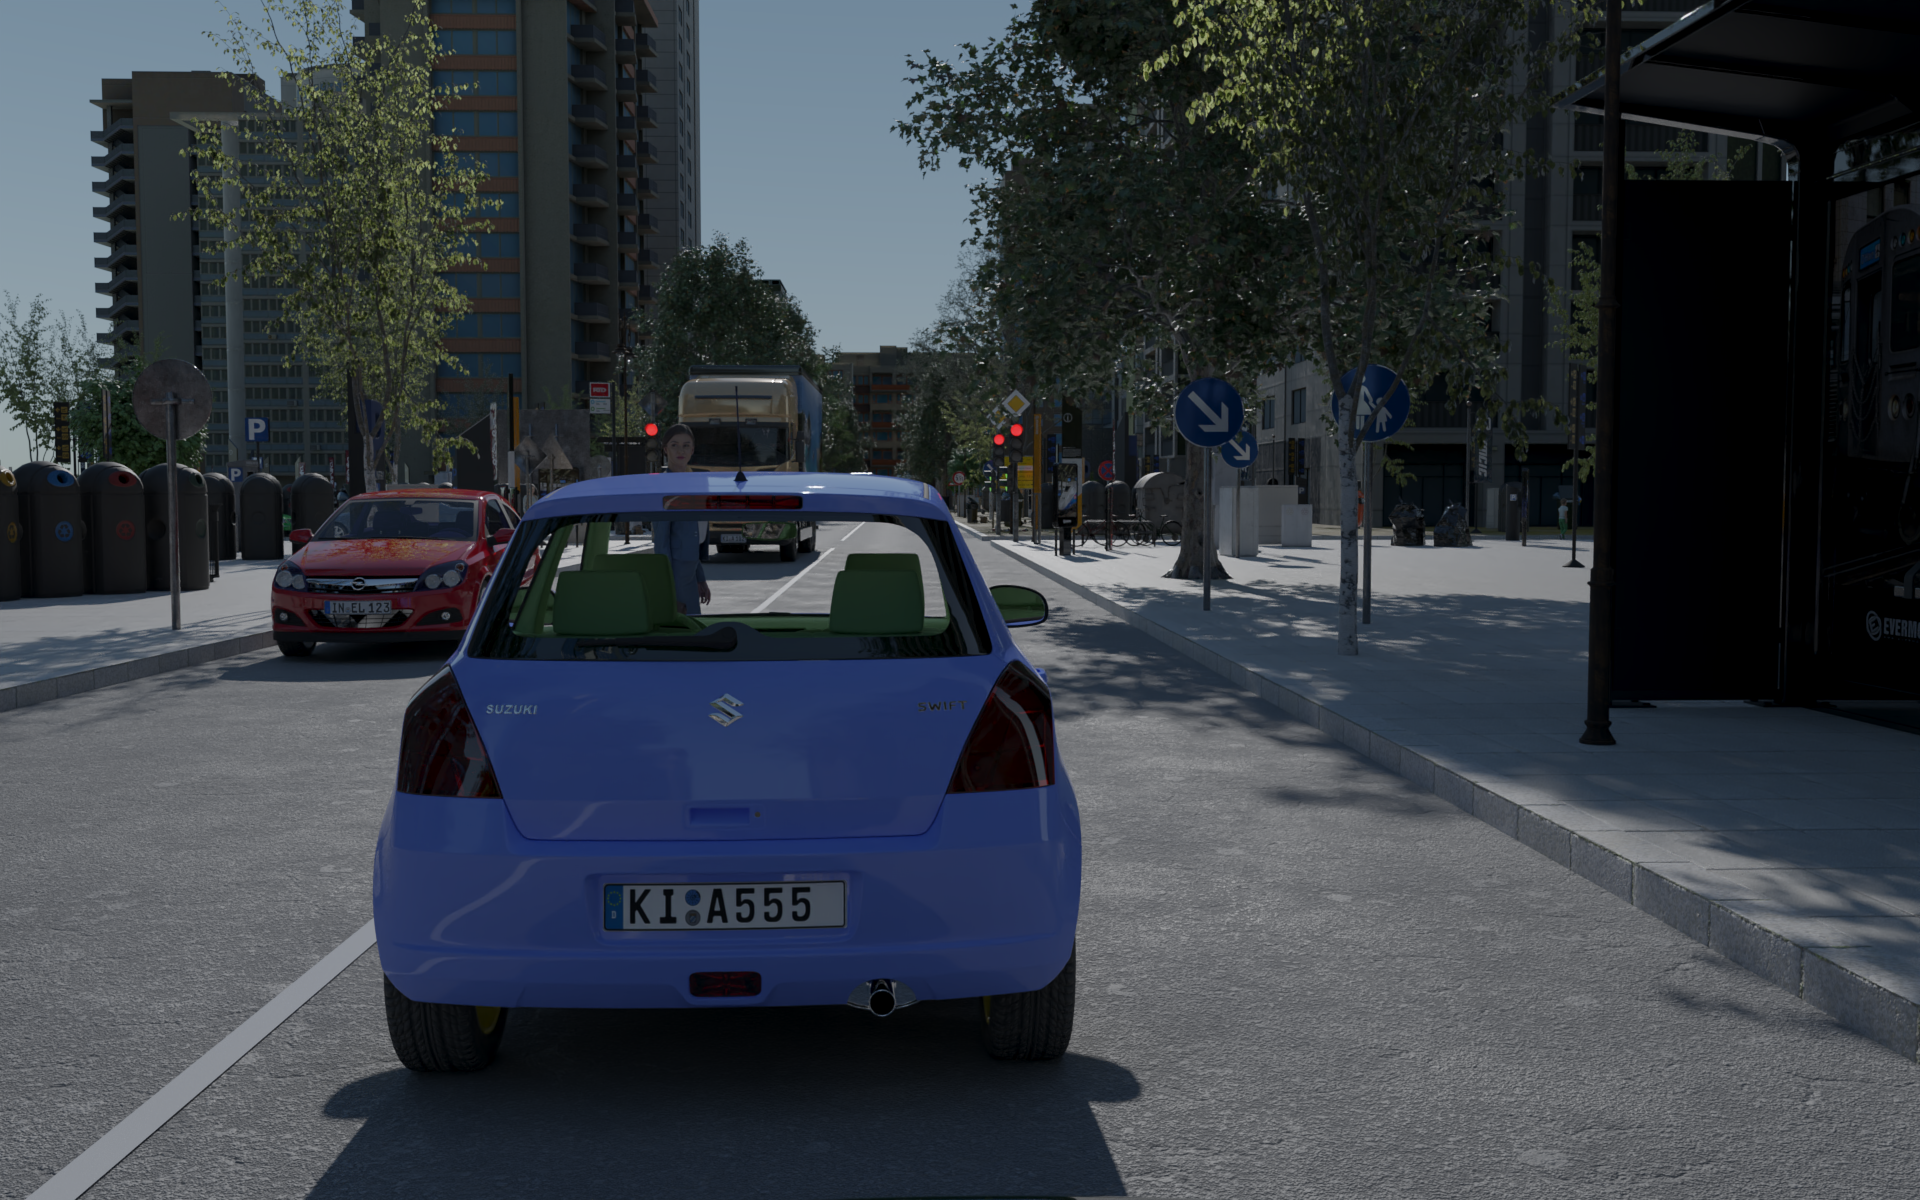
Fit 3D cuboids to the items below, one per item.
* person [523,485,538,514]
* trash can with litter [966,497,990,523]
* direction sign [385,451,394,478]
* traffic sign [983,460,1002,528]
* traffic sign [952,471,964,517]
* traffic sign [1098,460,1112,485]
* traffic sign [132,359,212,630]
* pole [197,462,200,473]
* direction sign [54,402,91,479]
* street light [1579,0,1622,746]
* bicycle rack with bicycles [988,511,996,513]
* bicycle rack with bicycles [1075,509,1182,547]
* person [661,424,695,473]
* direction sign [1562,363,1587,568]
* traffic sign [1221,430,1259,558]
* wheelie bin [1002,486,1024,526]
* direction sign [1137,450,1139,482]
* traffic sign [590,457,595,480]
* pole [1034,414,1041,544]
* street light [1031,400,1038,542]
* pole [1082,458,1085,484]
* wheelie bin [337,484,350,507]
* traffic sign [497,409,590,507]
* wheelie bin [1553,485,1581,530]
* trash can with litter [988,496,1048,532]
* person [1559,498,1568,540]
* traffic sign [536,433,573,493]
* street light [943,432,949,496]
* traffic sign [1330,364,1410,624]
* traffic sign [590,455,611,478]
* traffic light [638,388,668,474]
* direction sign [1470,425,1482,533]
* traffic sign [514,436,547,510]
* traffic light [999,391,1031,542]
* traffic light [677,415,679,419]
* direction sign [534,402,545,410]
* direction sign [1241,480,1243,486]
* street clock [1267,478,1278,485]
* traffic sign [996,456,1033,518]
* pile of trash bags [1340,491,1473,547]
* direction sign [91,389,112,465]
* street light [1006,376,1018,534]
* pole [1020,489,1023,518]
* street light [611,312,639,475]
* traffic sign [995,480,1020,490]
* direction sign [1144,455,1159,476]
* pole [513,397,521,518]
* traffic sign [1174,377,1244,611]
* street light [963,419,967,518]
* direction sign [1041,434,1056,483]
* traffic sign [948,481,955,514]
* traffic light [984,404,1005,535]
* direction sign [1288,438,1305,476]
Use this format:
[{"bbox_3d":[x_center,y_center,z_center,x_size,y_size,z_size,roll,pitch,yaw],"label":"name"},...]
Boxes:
[{"bbox_3d":[-12.138,-2.421,49.085,0.512,1.701,0.522,-3,4,-37],"label":"person"},{"bbox_3d":[0.783,-3.959,76.114,1.055,1.170,0.624,1,4,14],"label":"trash can with litter"},{"bbox_3d":[-29.873,-6.025,90.498,0.876,3.537,0.379,-1,4,-14],"label":"direction sign"},{"bbox_3d":[1.234,-3.943,64.580,0.768,2.556,0.104,0,4,0],"label":"traffic sign"},{"bbox_3d":[-0.037,-5.915,96.818,0.768,2.556,0.104,0,4,6],"label":"traffic sign"},{"bbox_3d":[5.597,-3.995,65.425,0.768,2.556,0.104,0,4,0],"label":"traffic sign"},{"bbox_3d":[-7.416,-0.991,16.314,0.768,2.556,0.104,0,4,3],"label":"traffic sign"},{"bbox_3d":[-47.584,-7.002,108.333,0.158,3.312,0.155,0,3,0],"label":"pole"},{"bbox_3d":[-21.816,-3.101,42.705,0.876,3.537,0.379,-1,4,-9],"label":"direction sign"},{"bbox_3d":[3.283,-2.199,8.739,0.468,5.910,1.993,0,4,-2],"label":"street light"},{"bbox_3d":[3.216,-6.260,115.734,2.852,0.926,2.925,1,4,22],"label":"bicycle rack with bicycles"},{"bbox_3d":[4.083,-1.806,42.910,2.925,0.926,2.852,0,4,6],"label":"bicycle rack with bicycles"},{"bbox_3d":[-1.628,-0.074,9.742,0.654,1.822,0.581,2,4,28],"label":"person"},{"bbox_3d":[10.748,-2.338,30.229,0.379,3.537,0.876,3,4,37],"label":"direction sign"},{"bbox_3d":[5.555,-2.107,34.554,0.768,2.556,0.104,0,3,0],"label":"traffic sign"},{"bbox_3d":[2.066,-3.726,68.836,0.693,1.594,0.980,3,5,40],"label":"wheelie bin"},{"bbox_3d":[9.192,-5.993,89.990,0.379,3.537,0.876,0,4,0],"label":"direction sign"},{"bbox_3d":[-12.765,-3.653,59.837,0.768,2.556,0.104,0,4,5],"label":"traffic sign"},{"bbox_3d":[1.977,-3.080,44.194,0.158,3.312,0.155,0,3,0],"label":"pole"},{"bbox_3d":[1.981,-4.481,46.050,0.468,5.910,1.993,0,4,-2],"label":"street light"},{"bbox_3d":[6.844,-6.288,96.659,0.158,3.312,0.155,0,3,0],"label":"pole"},{"bbox_3d":[-18.945,-2.815,53.932,0.693,1.594,0.980,2,4,29],"label":"wheelie bin"},{"bbox_3d":[-10.017,-2.924,41.683,2.265,3.308,0.079,0,4,5],"label":"traffic sign"},{"bbox_3d":[21.943,-3.351,62.692,0.980,1.594,0.693,0,4,5],"label":"wheelie bin"},{"bbox_3d":[1.971,-2.949,59.270,2.233,1.210,1.678,-1,4,-8],"label":"trash can with litter"},{"bbox_3d":[18.379,-2.450,52.803,0.306,1.304,0.590,3,4,38],"label":"person"},{"bbox_3d":[-8.645,-2.245,36.702,0.884,2.594,0.081,0,4,0],"label":"traffic sign"},{"bbox_3d":[-1.008,-9.542,128.799,0.468,5.910,1.993,0,4,-2],"label":"street light"},{"bbox_3d":[4.022,-1.037,17.060,0.768,2.556,0.104,0,4,7],"label":"traffic sign"},{"bbox_3d":[-11.805,-3.464,56.742,0.768,2.556,0.104,0,4,3],"label":"traffic sign"},{"bbox_3d":[-8.127,-3.493,46.038,0.839,4.253,0.868,0,4,-2],"label":"traffic light"},{"bbox_3d":[16.968,-3.965,56.831,0.876,3.537,0.379,-3,5,-45],"label":"direction sign"},{"bbox_3d":[-8.616,-2.040,34.541,0.795,2.450,0.064,0,4,4],"label":"traffic sign"},{"bbox_3d":[1.477,-3.515,46.397,0.839,4.253,0.868,0,4,-2],"label":"traffic light"},{"bbox_3d":[-8.413,-3.982,54.018,0.839,4.253,0.868,0,4,-2],"label":"traffic light"},{"bbox_3d":[-10.425,-3.122,43.037,0.379,3.537,0.876,-2,4,-29],"label":"direction sign"},{"bbox_3d":[6.435,-2.907,39.525,0.379,3.537,0.876,1,4,14],"label":"direction sign"},{"bbox_3d":[14.160,-4.521,78.493,0.471,2.002,0.358,0,4,-2],"label":"street clock"},{"bbox_3d":[3.021,-5.983,91.693,2.265,3.308,0.079,0,4,3],"label":"traffic sign"},{"bbox_3d":[11.153,-2.056,43.375,3.447,1.369,1.912,3,4,36],"label":"pile of trash bags"},{"bbox_3d":[-18.604,-2.803,37.823,0.379,3.537,0.876,-1,4,-16],"label":"direction sign"},{"bbox_3d":[1.647,-5.038,55.159,0.468,5.910,1.993,0,4,-2],"label":"street light"},{"bbox_3d":[3.358,-6.103,93.620,0.158,3.312,0.155,0,3,0],"label":"pole"},{"bbox_3d":[-8.511,-4.363,44.123,0.468,5.910,1.993,0,4,-2],"label":"street light"},{"bbox_3d":[2.946,-7.325,113.629,2.265,3.308,0.079,0,4,2],"label":"traffic sign"},{"bbox_3d":[11.041,-6.589,99.733,0.876,3.537,0.379,2,4,24],"label":"direction sign"},{"bbox_3d":[-9.355,-2.608,36.486,0.158,3.312,0.155,0,3,0],"label":"pole"},{"bbox_3d":[2.719,-1.156,19.000,0.768,2.556,0.104,0,4,1],"label":"traffic sign"},{"bbox_3d":[0.265,-7.323,92.516,0.468,5.910,1.993,0,4,-2],"label":"street light"},{"bbox_3d":[3.202,-4.497,65.518,0.876,3.537,0.379,1,4,15],"label":"direction sign"},{"bbox_3d":[-0.326,-6.725,109.964,0.884,2.594,0.081,0,4,6],"label":"traffic sign"},{"bbox_3d":[1.192,-4.003,54.377,0.839,4.253,0.868,0,4,-2],"label":"traffic light"},{"bbox_3d":[13.560,-4.764,69.882,0.876,3.537,0.379,-2,4,-33],"label":"direction sign"}]
